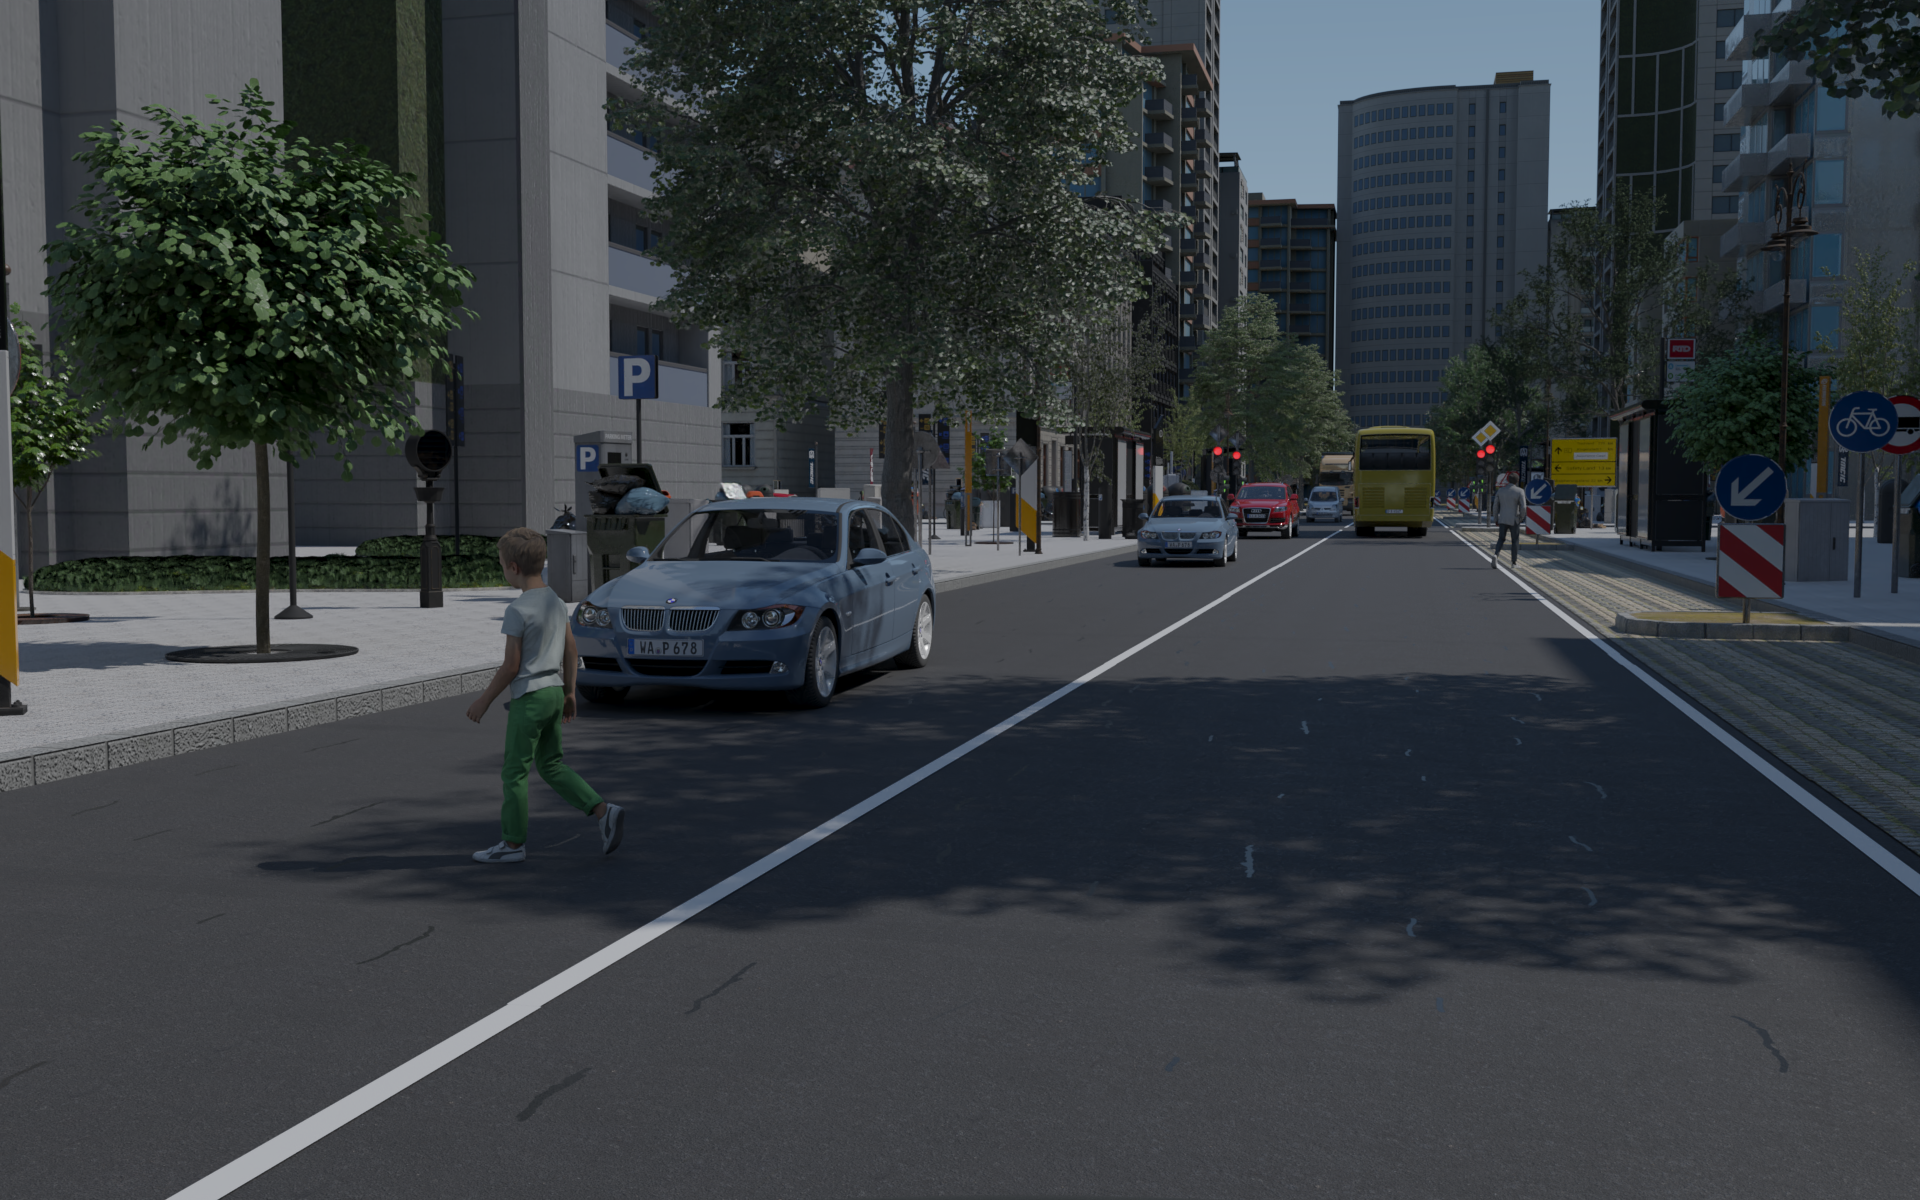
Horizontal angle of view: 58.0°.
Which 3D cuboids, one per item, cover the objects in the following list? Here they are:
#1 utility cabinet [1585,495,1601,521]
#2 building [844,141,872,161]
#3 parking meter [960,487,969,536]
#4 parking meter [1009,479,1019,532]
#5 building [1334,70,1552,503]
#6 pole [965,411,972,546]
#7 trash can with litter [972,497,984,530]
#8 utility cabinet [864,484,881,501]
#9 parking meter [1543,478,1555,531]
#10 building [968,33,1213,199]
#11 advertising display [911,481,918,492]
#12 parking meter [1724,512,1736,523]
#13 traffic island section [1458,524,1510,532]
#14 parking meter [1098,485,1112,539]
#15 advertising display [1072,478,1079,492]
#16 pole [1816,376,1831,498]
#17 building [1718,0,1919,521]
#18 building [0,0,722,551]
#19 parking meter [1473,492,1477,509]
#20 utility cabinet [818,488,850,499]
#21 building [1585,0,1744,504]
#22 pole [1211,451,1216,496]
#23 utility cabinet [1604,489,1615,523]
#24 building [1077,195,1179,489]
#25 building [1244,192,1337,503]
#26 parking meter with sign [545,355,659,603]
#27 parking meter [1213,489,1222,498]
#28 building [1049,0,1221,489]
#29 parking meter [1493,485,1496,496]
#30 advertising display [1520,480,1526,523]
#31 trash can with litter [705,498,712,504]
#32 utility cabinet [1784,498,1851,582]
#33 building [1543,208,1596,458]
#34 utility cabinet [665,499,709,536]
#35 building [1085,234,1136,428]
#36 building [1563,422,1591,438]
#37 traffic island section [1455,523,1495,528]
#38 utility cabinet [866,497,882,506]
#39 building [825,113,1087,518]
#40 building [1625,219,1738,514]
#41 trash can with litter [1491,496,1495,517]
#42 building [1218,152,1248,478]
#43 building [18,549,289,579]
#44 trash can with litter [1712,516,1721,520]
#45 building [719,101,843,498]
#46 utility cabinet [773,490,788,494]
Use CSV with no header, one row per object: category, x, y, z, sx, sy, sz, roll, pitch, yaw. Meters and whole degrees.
utility cabinet,30.113,-4.389,82.922,1.020,1.237,0.306,0,4,8
building,-8.281,-34.225,214.209,28.867,44.769,22.147,1,4,14
parking meter,0.194,-2.744,53.268,0.372,1.533,0.369,0,3,0
parking meter,1.897,-3.264,59.073,0.399,1.863,0.255,1,4,10
building,68.043,-43.114,246.915,28.212,58.520,21.231,1,4,14
pole,0.201,-2.967,42.360,0.158,3.312,0.155,0,3,0
trash can with litter,0.505,-3.064,61.486,0.624,1.170,1.055,0,4,6
utility cabinet,-1.799,-1.911,39.928,0.318,1.500,1.173,2,4,25
parking meter,20.765,-3.385,61.061,0.399,1.863,0.255,2,4,26
building,12.615,-31.458,168.955,22.147,44.769,28.867,1,4,14
advertising display,-2.437,-4.838,84.309,0.974,1.923,0.123,-1,4,-21
parking meter,26.278,-3.097,59.047,0.372,1.533,0.369,0,3,0
traffic island section,20.248,-2.691,66.284,2.009,0.180,2.903,1,4,14
parking meter,4.140,-2.507,49.400,0.372,1.533,0.369,0,3,0
advertising display,4.897,-3.992,70.484,0.123,1.923,0.974,3,5,40
pole,14.964,-2.214,30.044,0.158,3.312,0.155,0,3,0
building,55.716,-28.698,88.828,30.456,49.044,23.786,1,4,14
building,-22.316,-31.250,52.929,28.212,58.520,21.231,1,4,14
parking meter,43.049,-8.348,144.900,0.372,1.533,0.369,0,3,0
utility cabinet,-4.714,-3.422,64.630,1.173,1.500,0.318,-2,4,-24
building,69.507,-44.315,162.809,20.563,71.187,20.611,1,4,14
pole,12.096,-5.426,82.550,0.158,3.312,0.155,0,3,0
utility cabinet,28.362,-4.086,75.481,0.318,1.500,1.173,2,4,30
building,10.212,-18.827,137.501,12.332,23.373,15.834,1,4,14
building,40.489,-36.706,254.768,28.867,44.769,22.147,1,4,14
parking meter with sign,-4.366,-1.519,21.097,0.543,3.016,1.738,1,4,23
parking meter,11.675,-4.290,78.545,0.372,1.533,0.369,0,3,0
building,20.141,-46.083,191.716,20.563,71.187,20.611,1,4,14
parking meter,34.120,-6.433,110.893,0.255,1.863,0.399,2,4,28
advertising display,25.043,-4.394,77.056,0.123,1.923,0.974,1,4,23
trash can with litter,-6.230,-2.084,45.456,1.055,1.170,0.624,0,4,6
utility cabinet,12.650,-0.881,25.566,1.020,1.237,0.306,-1,4,-22
building,88.064,-33.967,238.951,14.086,41.232,14.154,1,4,14
utility cabinet,-3.817,-0.795,24.152,0.306,1.237,1.020,-2,4,-30
building,6.056,-16.613,120.772,9.793,20.994,18.267,1,4,14
building,78.068,-53.460,186.743,22.319,86.520,31.000,1,4,14
traffic island section,22.227,-3.165,74.021,2.009,0.180,2.903,1,4,14
utility cabinet,-1.575,-1.426,34.470,0.306,1.237,1.020,1,4,13
building,0.577,-16.187,100.821,11.583,22.565,21.152,1,4,14
building,62.638,-16.836,120.310,27.650,21.520,28.899,1,4,14
trash can with litter,30.548,-5.365,99.102,0.624,1.170,1.055,1,4,20
building,27.444,-32.198,210.035,14.086,41.232,14.154,1,4,14
building,-25.188,-29.072,17.332,21.231,58.520,28.212,1,4,14
trash can with litter,37.684,-4.649,87.066,1.678,1.210,2.233,2,4,27
building,-21.948,-16.572,104.240,30.059,22.955,16.112,1,4,14
utility cabinet,-9.085,-4.789,86.976,0.318,1.500,1.173,2,4,30
